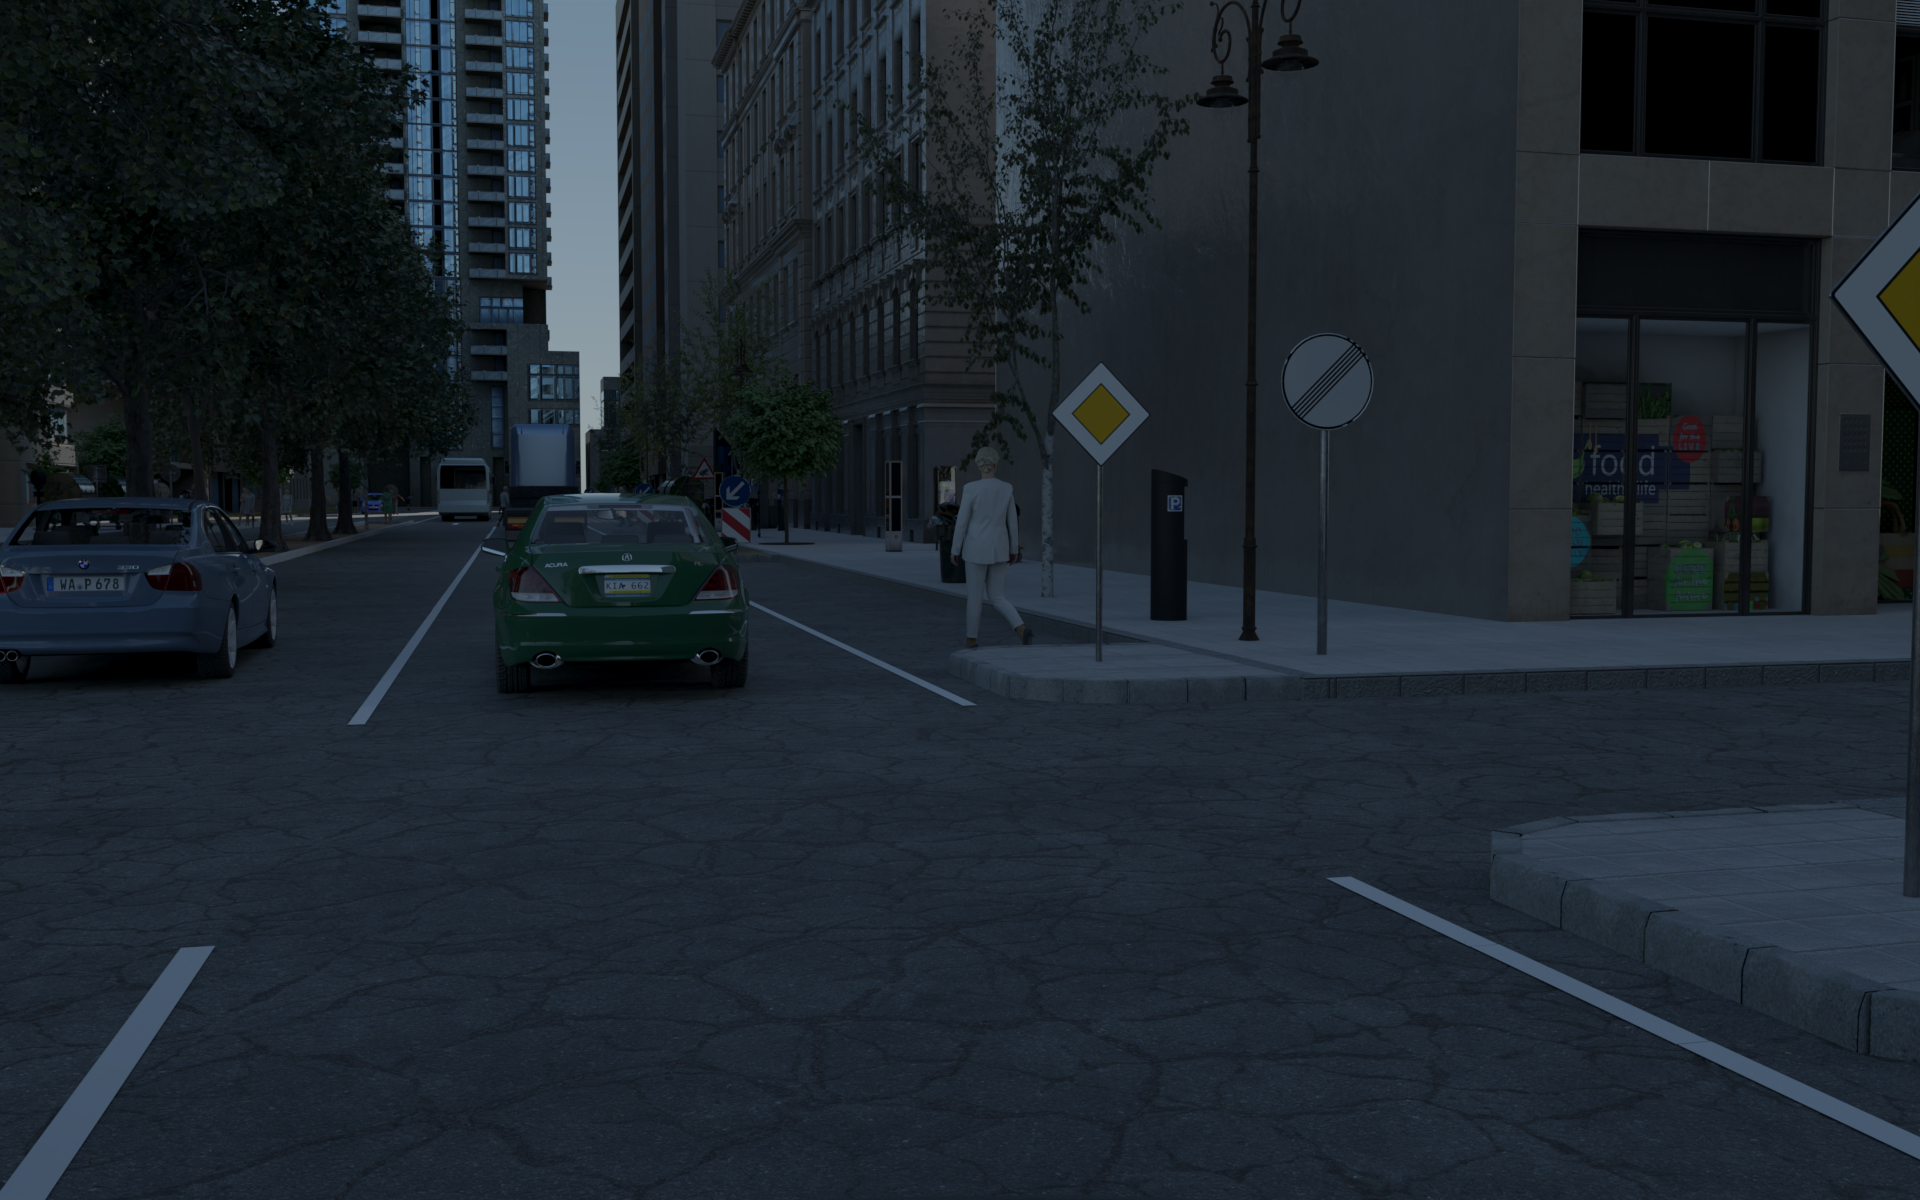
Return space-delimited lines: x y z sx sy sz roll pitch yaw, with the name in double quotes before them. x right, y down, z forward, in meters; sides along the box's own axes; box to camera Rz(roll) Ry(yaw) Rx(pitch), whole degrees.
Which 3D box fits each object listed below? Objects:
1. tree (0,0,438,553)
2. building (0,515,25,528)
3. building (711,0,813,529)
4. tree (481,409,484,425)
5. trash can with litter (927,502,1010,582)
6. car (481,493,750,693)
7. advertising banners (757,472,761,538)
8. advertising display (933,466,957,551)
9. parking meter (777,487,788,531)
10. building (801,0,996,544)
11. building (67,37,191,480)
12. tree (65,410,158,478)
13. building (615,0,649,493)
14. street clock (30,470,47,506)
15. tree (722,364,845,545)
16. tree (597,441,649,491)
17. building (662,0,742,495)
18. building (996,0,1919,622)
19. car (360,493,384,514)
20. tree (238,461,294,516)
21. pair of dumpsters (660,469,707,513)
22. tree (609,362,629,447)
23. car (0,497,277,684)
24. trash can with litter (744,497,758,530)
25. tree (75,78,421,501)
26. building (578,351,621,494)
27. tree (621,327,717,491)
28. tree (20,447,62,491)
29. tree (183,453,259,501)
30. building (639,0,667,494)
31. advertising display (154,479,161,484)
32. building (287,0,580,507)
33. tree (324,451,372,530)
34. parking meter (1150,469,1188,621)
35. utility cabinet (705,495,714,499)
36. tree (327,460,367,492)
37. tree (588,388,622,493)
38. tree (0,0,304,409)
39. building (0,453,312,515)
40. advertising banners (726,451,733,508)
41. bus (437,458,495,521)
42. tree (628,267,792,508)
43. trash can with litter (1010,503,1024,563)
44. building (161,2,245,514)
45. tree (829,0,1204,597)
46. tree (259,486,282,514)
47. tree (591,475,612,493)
"tree" -16.975 -7.516 42.344 9.611 12.733 9.660 0 3 0
"building" -47.970 -12.950 56.769 27.650 21.520 28.899 -1 4 -14
"building" -3.203 -17.005 75.298 12.463 27.353 25.104 -1 4 -14
"tree" -19.586 -8.138 52.530 9.611 12.733 9.660 0 3 0
"trash can with litter" 0.089 -0.848 25.255 1.055 1.170 0.624 -3 5 -42
"car" -2.799 -0.137 14.043 2.131 1.459 4.920 -1 4 -13
"advertising banners" -5.982 -3.391 51.631 0.090 3.025 2.074 0 4 -5
"advertising display" -0.339 -2.106 39.653 0.123 1.923 0.974 2 4 26
"parking meter" -6.169 -3.176 60.336 0.372 1.533 0.369 0 3 0
"building" 1.389 -12.519 53.837 9.793 20.994 18.267 -1 4 -14
"building" -56.686 -30.593 89.428 28.713 52.752 27.495 -1 4 -14
"tree" -33.067 -5.138 67.728 4.285 4.588 4.351 0 3 0
"building" -18.047 -32.150 149.350 21.300 48.544 21.600 -1 4 -14
"street clock" -28.074 -2.950 52.800 0.471 2.002 0.358 2 4 28
"tree" -4.433 -3.700 44.203 4.285 4.588 4.351 0 3 0
"tree" -21.086 -7.631 108.476 4.285 4.588 4.351 0 3 0
"building" -8.334 -34.761 110.347 21.231 58.520 28.212 -1 4 -14
"building" 19.580 -13.790 29.981 34.151 26.468 19.350 -1 4 -14
"car" -41.581 -6.942 123.087 1.945 1.707 3.694 -1 4 -15
"tree" -41.329 -7.314 103.297 4.285 4.588 4.351 0 3 0
"pair of dumpsters" -10.996 -4.065 68.951 1.574 2.255 4.437 -1 4 -14
"tree" -16.481 -8.638 91.591 4.737 8.622 4.395 0 3 0
"car" -6.849 -0.153 14.509 2.014 1.417 4.499 -1 4 -15
"trash can with litter" -7.510 -3.049 61.239 0.624 1.170 1.055 -2 4 -25
"tree" -14.879 -5.939 33.974 8.767 10.594 7.601 -1 4 -14
"building" -24.276 -53.263 183.522 31.000 86.520 22.319 -1 4 -14
"tree" -12.679 -7.686 76.032 4.360 8.622 3.978 0 3 0
"tree" -32.725 -4.131 62.145 1.663 3.219 1.824 0 3 0
"tree" -37.617 -8.280 85.748 4.737 8.622 4.395 0 3 0
"building" -16.542 -29.384 130.541 14.600 45.320 14.200 -1 4 -14
"advertising display" -34.189 -4.160 73.225 0.974 1.923 0.123 1 4 22
"building" -55.254 -52.813 176.167 31.000 86.520 22.319 -1 4 -14
"tree" -23.746 -7.109 69.054 4.360 8.622 3.978 0 3 0
"parking meter" 2.128 -0.564 17.630 0.372 1.533 0.369 0 3 0
"utility cabinet" -11.912 -4.335 82.032 0.306 1.237 1.020 2 4 33
"tree" -52.592 -10.091 148.700 4.285 4.588 4.351 0 3 0
"tree" -23.783 -10.383 120.123 4.360 8.622 3.978 0 3 0
"tree" -9.680 -6.417 14.031 9.857 13.997 8.962 0 3 0
"building" -67.414 -17.722 134.793 28.899 21.520 27.650 -1 4 -14
"advertising banners" -8.813 -4.296 66.421 0.090 3.025 2.074 0 4 -1
"bus" -27.056 -6.124 94.984 2.948 3.499 13.247 -1 4 -14
"tree" -7.237 -6.426 55.420 4.737 8.622 4.395 0 3 0
"trash can with litter" 0.851 -1.291 32.500 0.624 1.170 1.055 1 4 11
"building" -54.807 -28.226 111.613 14.600 45.320 14.200 -1 4 -14
"tree" 0.859 -4.345 21.399 4.360 8.622 3.978 0 3 0
"tree" -43.750 -9.816 110.850 4.737 8.622 4.395 0 3 0
"tree" -29.788 -9.196 144.958 1.663 3.219 1.824 0 3 0
